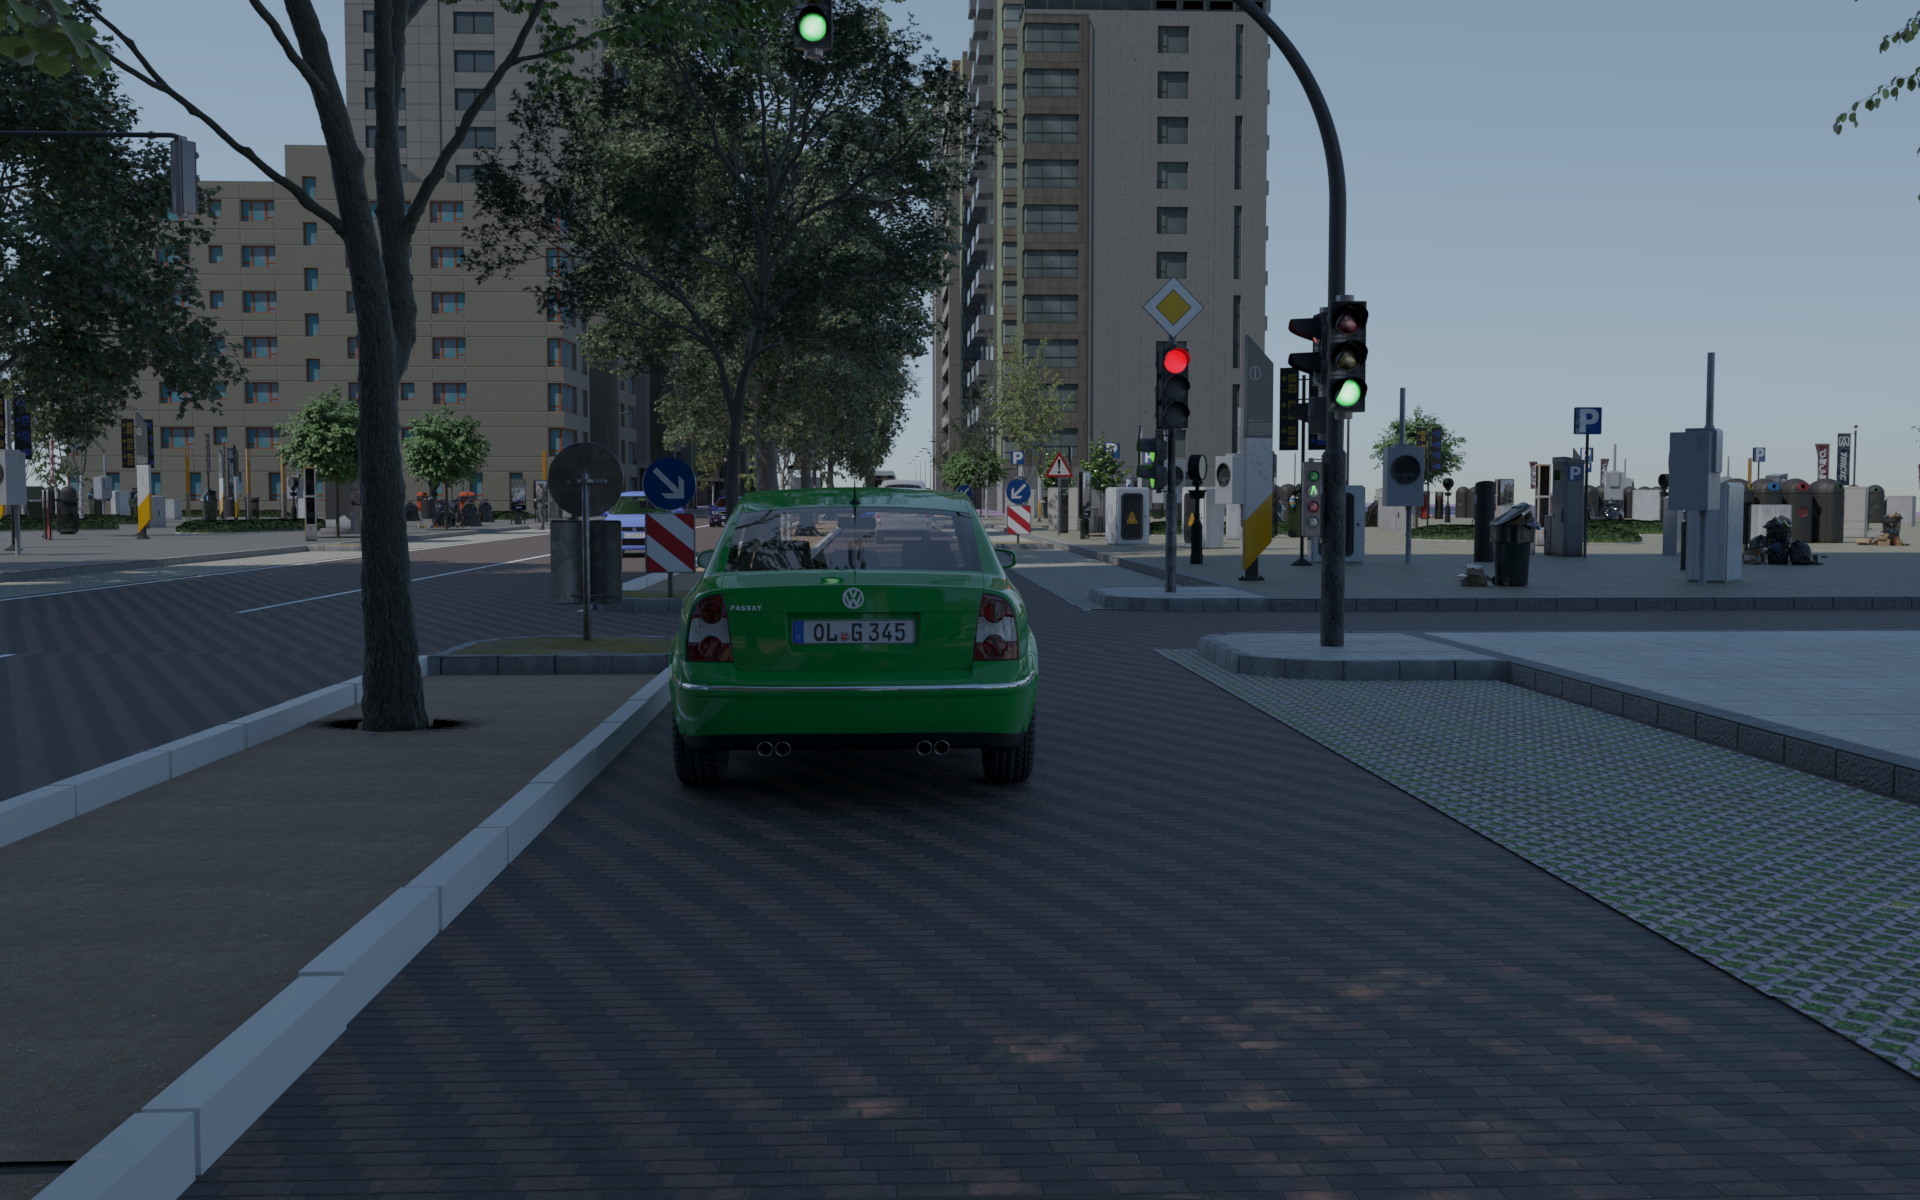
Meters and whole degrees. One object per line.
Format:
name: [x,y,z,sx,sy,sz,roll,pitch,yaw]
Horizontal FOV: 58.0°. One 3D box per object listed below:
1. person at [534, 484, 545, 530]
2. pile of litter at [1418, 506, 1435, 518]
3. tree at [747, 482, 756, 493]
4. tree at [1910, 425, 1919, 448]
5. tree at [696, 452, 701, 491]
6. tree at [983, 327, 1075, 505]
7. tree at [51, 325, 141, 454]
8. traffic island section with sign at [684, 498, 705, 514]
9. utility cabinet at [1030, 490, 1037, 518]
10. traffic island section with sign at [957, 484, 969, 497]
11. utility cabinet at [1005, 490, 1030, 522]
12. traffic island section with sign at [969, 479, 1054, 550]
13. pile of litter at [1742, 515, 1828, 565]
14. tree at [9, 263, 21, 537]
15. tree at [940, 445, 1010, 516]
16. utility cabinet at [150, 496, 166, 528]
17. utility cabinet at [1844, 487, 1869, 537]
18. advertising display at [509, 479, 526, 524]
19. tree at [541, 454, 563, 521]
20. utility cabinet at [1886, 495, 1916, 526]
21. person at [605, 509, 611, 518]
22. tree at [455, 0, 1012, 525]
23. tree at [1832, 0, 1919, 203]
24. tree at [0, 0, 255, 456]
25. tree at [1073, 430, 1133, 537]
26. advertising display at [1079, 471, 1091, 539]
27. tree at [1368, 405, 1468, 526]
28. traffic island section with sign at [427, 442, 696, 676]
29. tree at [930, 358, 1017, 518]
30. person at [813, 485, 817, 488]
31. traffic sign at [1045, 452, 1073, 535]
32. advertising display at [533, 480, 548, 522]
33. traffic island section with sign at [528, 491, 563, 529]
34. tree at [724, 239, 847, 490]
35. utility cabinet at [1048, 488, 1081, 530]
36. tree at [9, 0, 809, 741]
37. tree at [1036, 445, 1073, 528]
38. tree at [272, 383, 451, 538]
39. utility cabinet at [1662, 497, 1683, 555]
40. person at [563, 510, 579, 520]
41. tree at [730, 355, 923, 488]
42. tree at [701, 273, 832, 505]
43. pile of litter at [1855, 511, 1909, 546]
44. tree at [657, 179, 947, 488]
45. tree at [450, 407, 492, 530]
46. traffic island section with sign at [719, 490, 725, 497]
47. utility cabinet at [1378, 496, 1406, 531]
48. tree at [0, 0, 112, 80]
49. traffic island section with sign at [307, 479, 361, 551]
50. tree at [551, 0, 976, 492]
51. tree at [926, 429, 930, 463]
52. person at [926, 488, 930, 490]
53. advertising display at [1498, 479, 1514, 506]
person: [-16.717,-3.703,68.852,0.447,1.846,0.655,-1,4,-9]
pile of litter: [25.294,-4.903,94.134,1.176,0.858,1.719,1,4,14]
tree: [-26.094,-13.488,215.127,1.663,3.219,1.824,0,3,0]
tree: [26.972,-3.789,45.666,4.285,4.588,4.351,0,3,0]
tree: [-24.754,-13.596,172.656,4.737,8.622,4.395,0,3,0]
tree: [2.983,-7.687,76.046,4.737,8.622,4.395,0,3,0]
tree: [-33.480,-7.067,65.903,4.360,8.622,3.978,0,3,0]
traffic island section with sign: [-18.996,-6.912,121.645,1.989,1.847,2.006,0,4,-3]
utility cabinet: [3.528,-5.100,92.061,1.173,1.500,0.318,3,4,37]
traffic island section with sign: [0.054,-3.891,72.242,1.989,1.847,2.006,0,4,-3]
utility cabinet: [2.534,-4.282,78.695,0.318,1.500,1.173,-3,5,-39]
traffic island section with sign: [1.362,-2.244,45.319,1.989,1.847,2.006,0,4,-3]
pile of litter: [14.902,-1.086,31.721,1.719,0.858,1.176,2,4,31]
tree: [-28.090,-6.200,51.735,4.737,8.622,4.395,0,3,0]
tree: [1.143,-7.150,100.618,4.285,4.588,4.351,0,3,0]
utility cabinet: [-30.794,-3.357,66.045,0.306,1.237,1.020,2,4,24]
utility cabinet: [26.123,-2.596,51.121,1.173,1.500,0.318,3,5,43]
advertising display: [-18.745,-4.171,73.414,0.123,1.923,0.974,2,4,24]
tree: [-19.458,-5.468,83.997,1.663,3.219,1.824,0,3,0]
utility cabinet: [37.592,-3.548,69.173,0.306,1.237,1.020,-2,4,-35]
person: [-16.485,-4.461,81.613,0.709,1.800,0.728,2,4,33]
tree: [-3.572,-5.460,26.138,8.767,10.594,7.601,0,4,-3]
tree: [6.475,-3.663,10.250,4.360,8.622,3.978,0,3,0]
tree: [-16.936,-6.845,28.932,9.611,12.733,9.660,0,3,0]
tree: [4.386,-3.526,52.257,1.663,3.219,1.824,0,3,0]
advertising display: [3.554,-2.696,49.292,0.123,1.923,0.974,1,4,18]
tree: [16.614,-4.857,63.133,4.285,4.588,4.351,0,3,0]
traffic island section with sign: [-3.257,-0.395,14.596,2.006,1.907,1.989,0,4,-3]
tree: [1.200,-8.725,93.012,4.360,8.622,3.978,0,3,0]
person: [-6.557,-4.266,78.259,0.555,1.821,0.388,-1,4,-22]
traffic sign: [3.070,-3.285,53.719,0.884,2.594,0.081,0,4,0]
advertising display: [-19.031,-4.490,78.619,0.123,1.923,0.974,1,4,20]
traffic island section with sign: [-16.577,-3.825,71.173,1.989,1.847,2.006,0,4,-3]
tree: [-4.490,-5.576,43.979,4.360,8.622,3.978,0,3,0]
utility cabinet: [3.663,-3.177,60.624,1.173,1.500,0.318,2,4,31]
tree: [-3.567,-5.023,10.333,9.928,11.665,9.643,0,3,0]
tree: [3.557,-4.388,66.353,1.663,3.219,1.824,0,3,0]
tree: [-18.201,-4.098,50.716,4.285,4.588,4.351,0,3,0]
utility cabinet: [15.262,-1.583,37.045,0.306,1.237,1.020,2,4,29]
person: [-9.698,-2.123,43.401,0.537,1.800,0.526,-2,4,-27]
tree: [-6.939,-10.348,82.010,12.009,13.543,11.850,0,3,0]
tree: [-4.977,-5.954,50.168,4.737,8.622,4.395,0,3,0]
pile of litter: [23.059,-1.795,43.312,1.176,0.858,1.719,1,4,20]
tree: [-5.272,-8.544,59.158,9.611,12.733,9.660,0,3,0]
tree: [-18.309,-4.764,61.606,4.285,4.588,4.351,0,3,0]
traffic island section with sign: [-20.283,-8.559,148.569,1.989,1.847,2.006,0,4,-3]
utility cabinet: [15.153,-3.021,60.555,1.020,1.237,0.306,1,4,23]
tree: [-2.716,-4.952,1.545,7.486,12.596,7.792,0,3,0]
traffic island section with sign: [-15.269,-2.159,43.927,1.989,1.847,2.006,0,4,-3]
tree: [-4.033,-7.781,36.325,9.857,13.997,8.962,0,3,0]
tree: [-1.613,-14.147,181.668,4.360,8.622,3.978,0,3,0]
person: [-1.378,-4.199,77.988,0.563,1.720,0.643,-3,5,-44]
advertising display: [23.078,-4.160,73.229,0.974,1.923,0.123,-3,4,-37]
